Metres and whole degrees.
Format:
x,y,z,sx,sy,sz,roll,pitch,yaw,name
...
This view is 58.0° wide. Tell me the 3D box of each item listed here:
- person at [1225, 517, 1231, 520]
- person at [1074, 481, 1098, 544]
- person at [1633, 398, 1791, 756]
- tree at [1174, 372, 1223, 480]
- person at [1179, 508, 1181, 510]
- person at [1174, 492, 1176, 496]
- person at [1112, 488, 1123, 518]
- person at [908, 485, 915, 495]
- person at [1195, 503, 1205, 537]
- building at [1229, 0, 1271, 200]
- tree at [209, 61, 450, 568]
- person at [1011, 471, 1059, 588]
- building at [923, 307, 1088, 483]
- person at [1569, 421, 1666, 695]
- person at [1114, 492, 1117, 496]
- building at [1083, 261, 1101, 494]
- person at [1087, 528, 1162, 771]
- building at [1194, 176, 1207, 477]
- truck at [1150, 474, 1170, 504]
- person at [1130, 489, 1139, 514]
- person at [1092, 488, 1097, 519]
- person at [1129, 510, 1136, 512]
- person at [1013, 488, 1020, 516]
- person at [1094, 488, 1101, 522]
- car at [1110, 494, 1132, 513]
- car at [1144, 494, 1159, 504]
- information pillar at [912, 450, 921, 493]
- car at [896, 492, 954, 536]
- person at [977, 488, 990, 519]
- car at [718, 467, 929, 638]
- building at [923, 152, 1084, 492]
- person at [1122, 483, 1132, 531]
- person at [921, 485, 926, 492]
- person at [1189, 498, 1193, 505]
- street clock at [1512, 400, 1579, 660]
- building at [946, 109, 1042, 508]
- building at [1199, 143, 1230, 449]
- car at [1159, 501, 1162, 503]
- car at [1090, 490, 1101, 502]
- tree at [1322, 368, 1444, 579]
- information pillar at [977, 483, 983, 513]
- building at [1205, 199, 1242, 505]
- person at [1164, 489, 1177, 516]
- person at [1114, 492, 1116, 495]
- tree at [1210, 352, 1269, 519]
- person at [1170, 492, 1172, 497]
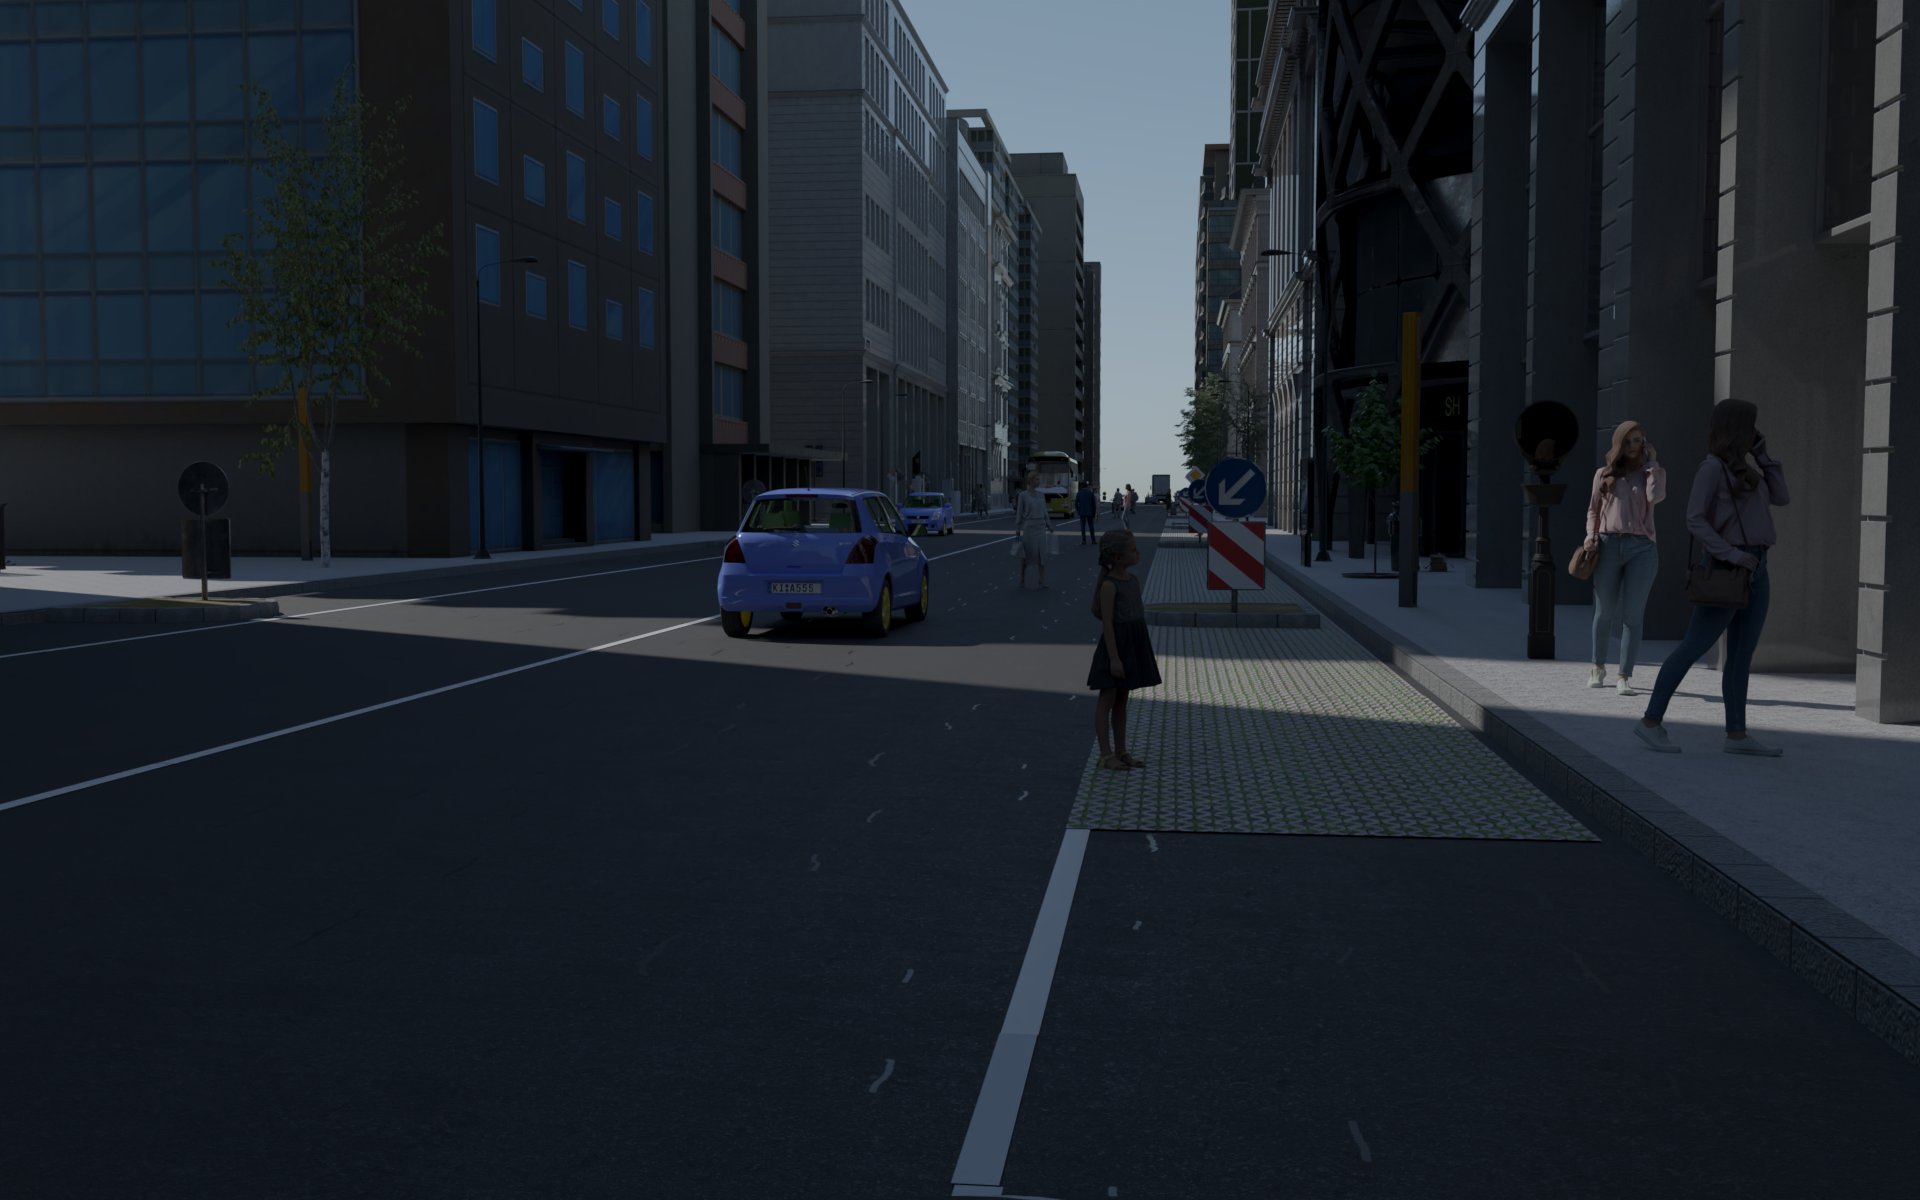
x,y,z,sx,sy,sz,roll,pitch,yaw,name
13.492,-4.920,87.054,0.480,1.755,0.524,0,4,6,person
3.613,-2.489,49.370,0.721,1.800,0.419,0,4,-4,person
3.725,-0.119,8.574,0.593,1.750,0.643,-3,5,-42,person
23.669,-14.864,161.152,7.486,12.596,7.792,0,3,0,tree
18.196,-8.091,140.665,0.818,1.842,0.514,0,4,3,person
36.745,-17.606,297.082,0.721,1.735,1.217,0,4,3,person
9.282,-5.732,102.421,0.606,1.804,0.583,-3,4,-36,person
-2.502,-5.080,89.525,0.576,1.772,0.534,2,4,32,person
8.032,-3.042,58.250,0.388,1.821,0.555,-2,4,-34,person
37.483,-45.790,186.914,20.563,71.187,20.611,0,4,7,building
-11.088,-4.883,30.201,4.737,8.622,4.395,0,3,0,tree
1.143,-1.084,26.579,0.694,1.780,0.624,-1,4,-12,person
8.164,-40.111,275.417,23.786,49.044,30.456,0,4,7,building
4.289,-0.284,11.279,0.593,1.750,0.643,2,4,28,person
23.089,-15.187,257.263,0.568,1.767,0.683,3,4,38,person
16.824,-37.516,296.983,14.154,41.232,14.086,0,4,7,building
0.864,0.254,9.021,0.373,1.253,0.362,3,5,42,person
44.905,-38.232,248.786,21.300,48.544,21.600,0,4,7,building
29.134,-16.066,251.594,2.839,4.237,11.283,0,4,5,truck
12.555,-7.108,124.820,0.679,1.850,0.850,0,4,8,person
7.881,-5.657,101.251,0.793,1.790,0.793,0,4,-7,person
13.722,-7.942,138.342,0.713,1.824,0.794,0,4,6,person
3.859,-6.486,114.506,0.822,1.834,0.622,-1,4,-15,person
7.028,-4.881,88.878,0.480,1.755,0.524,-1,4,-22,person
12.322,-7.390,130.614,2.009,1.686,4.222,0,4,5,car
26.556,-13.962,240.288,2.014,1.417,4.499,1,4,9,car
-2.322,-6.202,92.759,0.504,3.616,0.183,2,4,29,information pillar
-1.213,-3.095,60.194,1.945,1.707,3.694,0,4,7,car
1.345,-5.562,99.618,0.728,1.800,0.709,0,4,-4,person
-1.370,-0.556,18.682,1.945,1.707,3.694,0,4,8,car
6.556,-38.272,249.453,21.300,48.544,21.600,0,4,7,building
6.162,-3.391,63.959,0.388,1.821,0.555,0,4,-3,person
-2.090,-5.319,93.562,0.519,1.759,0.362,3,5,42,person
18.922,-8.109,141.314,0.478,1.798,0.641,-3,5,-43,person
4.535,-0.544,13.460,0.471,2.002,0.358,1,4,12,street clock
-8.438,-29.146,168.422,32.217,40.220,23.993,0,4,7,building
40.629,-34.103,212.213,22.147,44.769,28.867,0,4,7,building
33.926,-16.889,287.938,2.131,1.459,4.920,0,4,7,car
13.318,-10.326,177.510,2.281,1.827,5.304,0,4,7,car
6.307,-1.962,26.688,1.663,3.219,1.824,0,3,0,tree
1.375,-7.026,119.369,0.304,2.012,0.304,-2,4,-24,information pillar
31.395,-24.439,171.284,14.160,30.474,14.107,0,4,7,building
13.905,-6.479,114.655,0.699,1.804,1.509,0,4,-1,person
23.735,-15.540,263.294,0.721,1.736,1.217,-2,4,-28,person
15.243,-8.573,90.530,4.360,8.622,3.978,0,3,0,tree
32.929,-15.962,270.183,0.721,1.736,1.217,1,4,12,person
